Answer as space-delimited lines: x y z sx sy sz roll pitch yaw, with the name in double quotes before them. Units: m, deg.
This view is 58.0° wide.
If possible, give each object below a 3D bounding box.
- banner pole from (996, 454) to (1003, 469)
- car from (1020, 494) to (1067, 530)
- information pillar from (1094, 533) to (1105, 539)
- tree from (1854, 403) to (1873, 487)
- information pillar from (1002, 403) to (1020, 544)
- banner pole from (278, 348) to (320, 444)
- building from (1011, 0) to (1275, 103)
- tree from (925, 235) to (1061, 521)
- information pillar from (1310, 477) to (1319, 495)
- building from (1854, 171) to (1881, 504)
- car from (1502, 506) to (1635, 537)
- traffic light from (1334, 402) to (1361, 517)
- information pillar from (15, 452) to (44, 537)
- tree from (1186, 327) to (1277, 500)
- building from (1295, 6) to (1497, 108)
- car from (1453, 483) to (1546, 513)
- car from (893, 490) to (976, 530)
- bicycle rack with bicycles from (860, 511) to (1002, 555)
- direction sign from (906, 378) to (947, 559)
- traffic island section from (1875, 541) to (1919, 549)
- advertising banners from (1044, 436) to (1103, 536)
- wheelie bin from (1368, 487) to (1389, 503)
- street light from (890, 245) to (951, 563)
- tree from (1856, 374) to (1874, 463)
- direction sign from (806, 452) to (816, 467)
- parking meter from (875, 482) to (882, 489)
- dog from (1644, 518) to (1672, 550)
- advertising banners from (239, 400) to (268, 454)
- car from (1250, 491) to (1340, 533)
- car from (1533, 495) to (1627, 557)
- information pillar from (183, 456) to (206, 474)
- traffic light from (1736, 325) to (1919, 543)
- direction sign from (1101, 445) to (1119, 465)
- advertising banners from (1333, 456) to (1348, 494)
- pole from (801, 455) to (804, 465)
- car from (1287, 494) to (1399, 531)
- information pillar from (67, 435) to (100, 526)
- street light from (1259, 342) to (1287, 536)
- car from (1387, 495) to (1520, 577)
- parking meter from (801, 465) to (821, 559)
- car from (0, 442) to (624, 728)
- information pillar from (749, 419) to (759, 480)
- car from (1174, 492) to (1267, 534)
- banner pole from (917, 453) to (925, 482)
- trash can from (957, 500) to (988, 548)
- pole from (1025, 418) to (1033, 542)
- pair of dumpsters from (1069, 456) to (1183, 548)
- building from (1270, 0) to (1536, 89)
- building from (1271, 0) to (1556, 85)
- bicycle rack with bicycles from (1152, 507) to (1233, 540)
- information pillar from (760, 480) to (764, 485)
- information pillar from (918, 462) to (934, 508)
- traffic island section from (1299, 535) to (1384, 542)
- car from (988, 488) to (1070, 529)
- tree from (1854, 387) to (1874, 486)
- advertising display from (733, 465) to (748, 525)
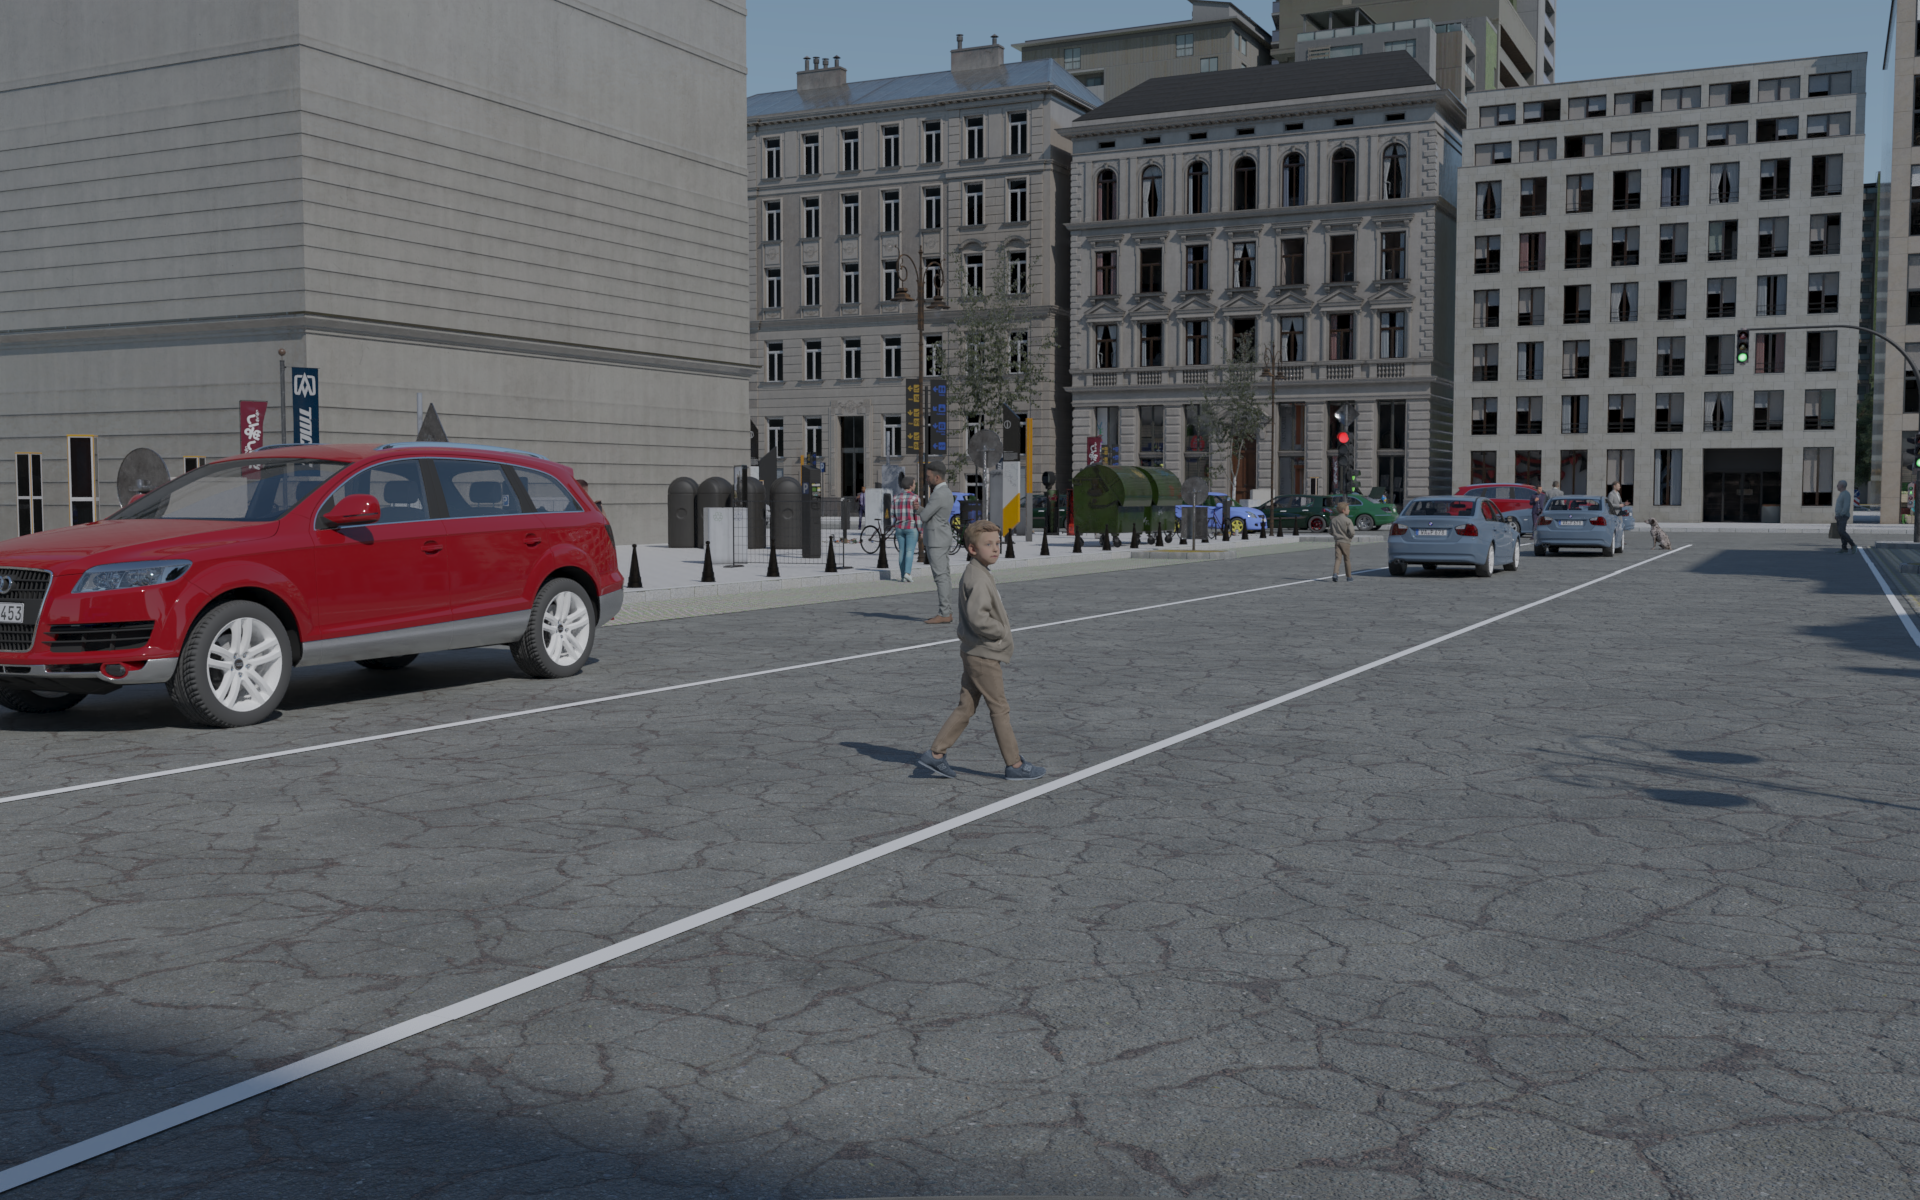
"banner pole" 2.018 -5.651 82.405 0.863 3.779 0.401 2 4 35
"car" 3.295 -3.399 65.365 4.222 1.686 2.009 2 4 27
"information pillar" 4.015 -2.752 49.493 0.304 2.012 0.304 0 4 -4
"tree" 98.725 -16.401 186.287 7.486 12.596 7.792 0 3 0
"information pillar" 1.305 -3.240 44.327 0.504 3.616 0.183 2 4 34
"banner pole" -11.486 -2.448 30.037 0.863 3.779 0.401 -3 5 -42
"building" 22.244 -37.139 196.464 27.495 52.752 28.713 2 4 26
"tree" 0.793 -6.099 50.084 4.360 8.622 3.978 0 3 0
"information pillar" 15.464 -4.351 75.637 0.304 2.012 0.304 2 4 32
"building" 114.897 -32.927 221.945 14.086 41.232 14.154 2 4 26
"car" 19.685 -2.734 56.697 4.499 1.417 2.014 2 4 28
"traffic light" 11.698 -3.888 52.483 0.839 4.253 0.868 2 4 26
"information pillar" -16.410 -1.595 30.566 0.304 2.012 0.304 1 4 10
"tree" 12.119 -7.733 76.796 4.360 8.622 3.978 0 3 0
"building" 36.850 -28.356 147.210 14.154 41.232 14.086 2 4 26
"car" 19.832 -3.209 61.137 5.304 1.827 2.281 2 4 25
"car" -0.875 -3.636 69.045 3.694 1.707 1.945 2 4 26
"bicycle rack with bicycles" -0.353 -1.437 36.870 2.852 0.926 2.925 -3 5 -43
"direction sign" -0.661 -2.580 34.179 0.876 3.537 0.379 -2 4 -26
"traffic island section" 25.349 -1.440 45.819 2.009 0.180 2.903 2 4 26
"advertising banners" 3.454 -3.479 53.062 2.074 3.025 0.090 3 4 38
"wheelie bin" 17.987 -4.074 74.516 0.693 1.594 0.980 -3 5 -44
"street light" -0.729 -3.641 32.321 0.468 5.910 1.993 2 4 26
"tree" 70.018 -13.453 127.372 7.806 13.903 7.818 0 3 0
"direction sign" -8.006 -6.201 93.385 0.379 3.537 0.876 -3 5 -40
"parking meter" -3.983 -4.877 85.451 0.255 1.863 0.399 3 4 38
"dog" 18.076 -1.695 44.557 0.513 0.831 0.800 -1 4 -19
"advertising banners" -13.773 -2.186 31.929 2.074 3.025 0.090 -3 5 -41
"car" 12.201 -3.369 64.875 4.222 1.686 2.009 2 4 25
"car" 14.664 -1.771 40.960 2.014 1.417 4.499 2 4 25
"information pillar" -14.819 -1.780 33.591 0.304 2.012 0.304 0 4 2
"traffic light" 23.406 -4.395 46.522 4.771 5.953 1.251 2 4 26
"direction sign" 6.859 -5.338 79.276 0.876 3.537 0.379 -1 4 -20
"advertising banners" 17.414 -5.041 78.609 0.090 3.025 2.074 -1 4 -16
"pole" -8.251 -5.918 90.604 0.158 3.312 0.155 0 3 0
"car" 14.790 -3.458 68.331 4.920 1.459 2.131 2 4 25
"information pillar" -10.890 -1.043 21.551 0.304 2.012 0.304 -1 4 -17
"street light" 9.507 -4.886 52.676 0.468 5.910 1.993 2 4 26
"car" 8.944 -1.179 31.284 2.014 1.417 4.499 2 4 27
"parking meter" -2.961 -1.763 34.533 0.255 1.863 0.399 -3 4 -37
"car" -4.595 -0.235 12.521 2.281 1.827 5.304 2 4 25
"information pillar" -6.229 -3.706 51.946 0.183 3.616 0.504 2 4 34
"car" 9.189 -3.225 62.321 3.694 1.707 1.945 2 4 28
"banner pole" -2.116 -6.246 92.147 0.401 3.779 0.863 -3 5 -42
"trash can" 0.296 -1.814 41.315 0.748 1.137 0.748 0 3 0
"pole" 1.857 -3.226 46.583 0.158 3.312 0.155 0 3 0
"pair of dumpsters" 4.166 -2.500 43.375 1.574 2.255 4.437 2 4 26
"building" 41.615 -33.077 164.516 21.300 48.544 21.600 2 4 26
"building" 48.321 -39.400 186.186 28.212 58.520 21.231 2 4 26
"bicycle rack with bicycles" 6.218 -2.204 49.411 2.852 0.926 2.925 -1 4 -12
"information pillar" -10.744 -5.422 93.144 0.304 2.012 0.304 -1 4 -22
"information pillar" -0.773 -2.170 39.968 0.304 2.012 0.304 2 4 26
"traffic island section" 11.666 -1.856 52.634 2.009 0.180 2.903 2 4 26
"car" 3.159 -3.868 73.020 4.222 1.686 2.009 2 4 26
"tree" 88.507 -14.882 165.377 6.751 12.117 7.091 0 3 0
"advertising display" -4.880 -2.038 38.536 0.123 1.923 0.974 -1 4 -19
